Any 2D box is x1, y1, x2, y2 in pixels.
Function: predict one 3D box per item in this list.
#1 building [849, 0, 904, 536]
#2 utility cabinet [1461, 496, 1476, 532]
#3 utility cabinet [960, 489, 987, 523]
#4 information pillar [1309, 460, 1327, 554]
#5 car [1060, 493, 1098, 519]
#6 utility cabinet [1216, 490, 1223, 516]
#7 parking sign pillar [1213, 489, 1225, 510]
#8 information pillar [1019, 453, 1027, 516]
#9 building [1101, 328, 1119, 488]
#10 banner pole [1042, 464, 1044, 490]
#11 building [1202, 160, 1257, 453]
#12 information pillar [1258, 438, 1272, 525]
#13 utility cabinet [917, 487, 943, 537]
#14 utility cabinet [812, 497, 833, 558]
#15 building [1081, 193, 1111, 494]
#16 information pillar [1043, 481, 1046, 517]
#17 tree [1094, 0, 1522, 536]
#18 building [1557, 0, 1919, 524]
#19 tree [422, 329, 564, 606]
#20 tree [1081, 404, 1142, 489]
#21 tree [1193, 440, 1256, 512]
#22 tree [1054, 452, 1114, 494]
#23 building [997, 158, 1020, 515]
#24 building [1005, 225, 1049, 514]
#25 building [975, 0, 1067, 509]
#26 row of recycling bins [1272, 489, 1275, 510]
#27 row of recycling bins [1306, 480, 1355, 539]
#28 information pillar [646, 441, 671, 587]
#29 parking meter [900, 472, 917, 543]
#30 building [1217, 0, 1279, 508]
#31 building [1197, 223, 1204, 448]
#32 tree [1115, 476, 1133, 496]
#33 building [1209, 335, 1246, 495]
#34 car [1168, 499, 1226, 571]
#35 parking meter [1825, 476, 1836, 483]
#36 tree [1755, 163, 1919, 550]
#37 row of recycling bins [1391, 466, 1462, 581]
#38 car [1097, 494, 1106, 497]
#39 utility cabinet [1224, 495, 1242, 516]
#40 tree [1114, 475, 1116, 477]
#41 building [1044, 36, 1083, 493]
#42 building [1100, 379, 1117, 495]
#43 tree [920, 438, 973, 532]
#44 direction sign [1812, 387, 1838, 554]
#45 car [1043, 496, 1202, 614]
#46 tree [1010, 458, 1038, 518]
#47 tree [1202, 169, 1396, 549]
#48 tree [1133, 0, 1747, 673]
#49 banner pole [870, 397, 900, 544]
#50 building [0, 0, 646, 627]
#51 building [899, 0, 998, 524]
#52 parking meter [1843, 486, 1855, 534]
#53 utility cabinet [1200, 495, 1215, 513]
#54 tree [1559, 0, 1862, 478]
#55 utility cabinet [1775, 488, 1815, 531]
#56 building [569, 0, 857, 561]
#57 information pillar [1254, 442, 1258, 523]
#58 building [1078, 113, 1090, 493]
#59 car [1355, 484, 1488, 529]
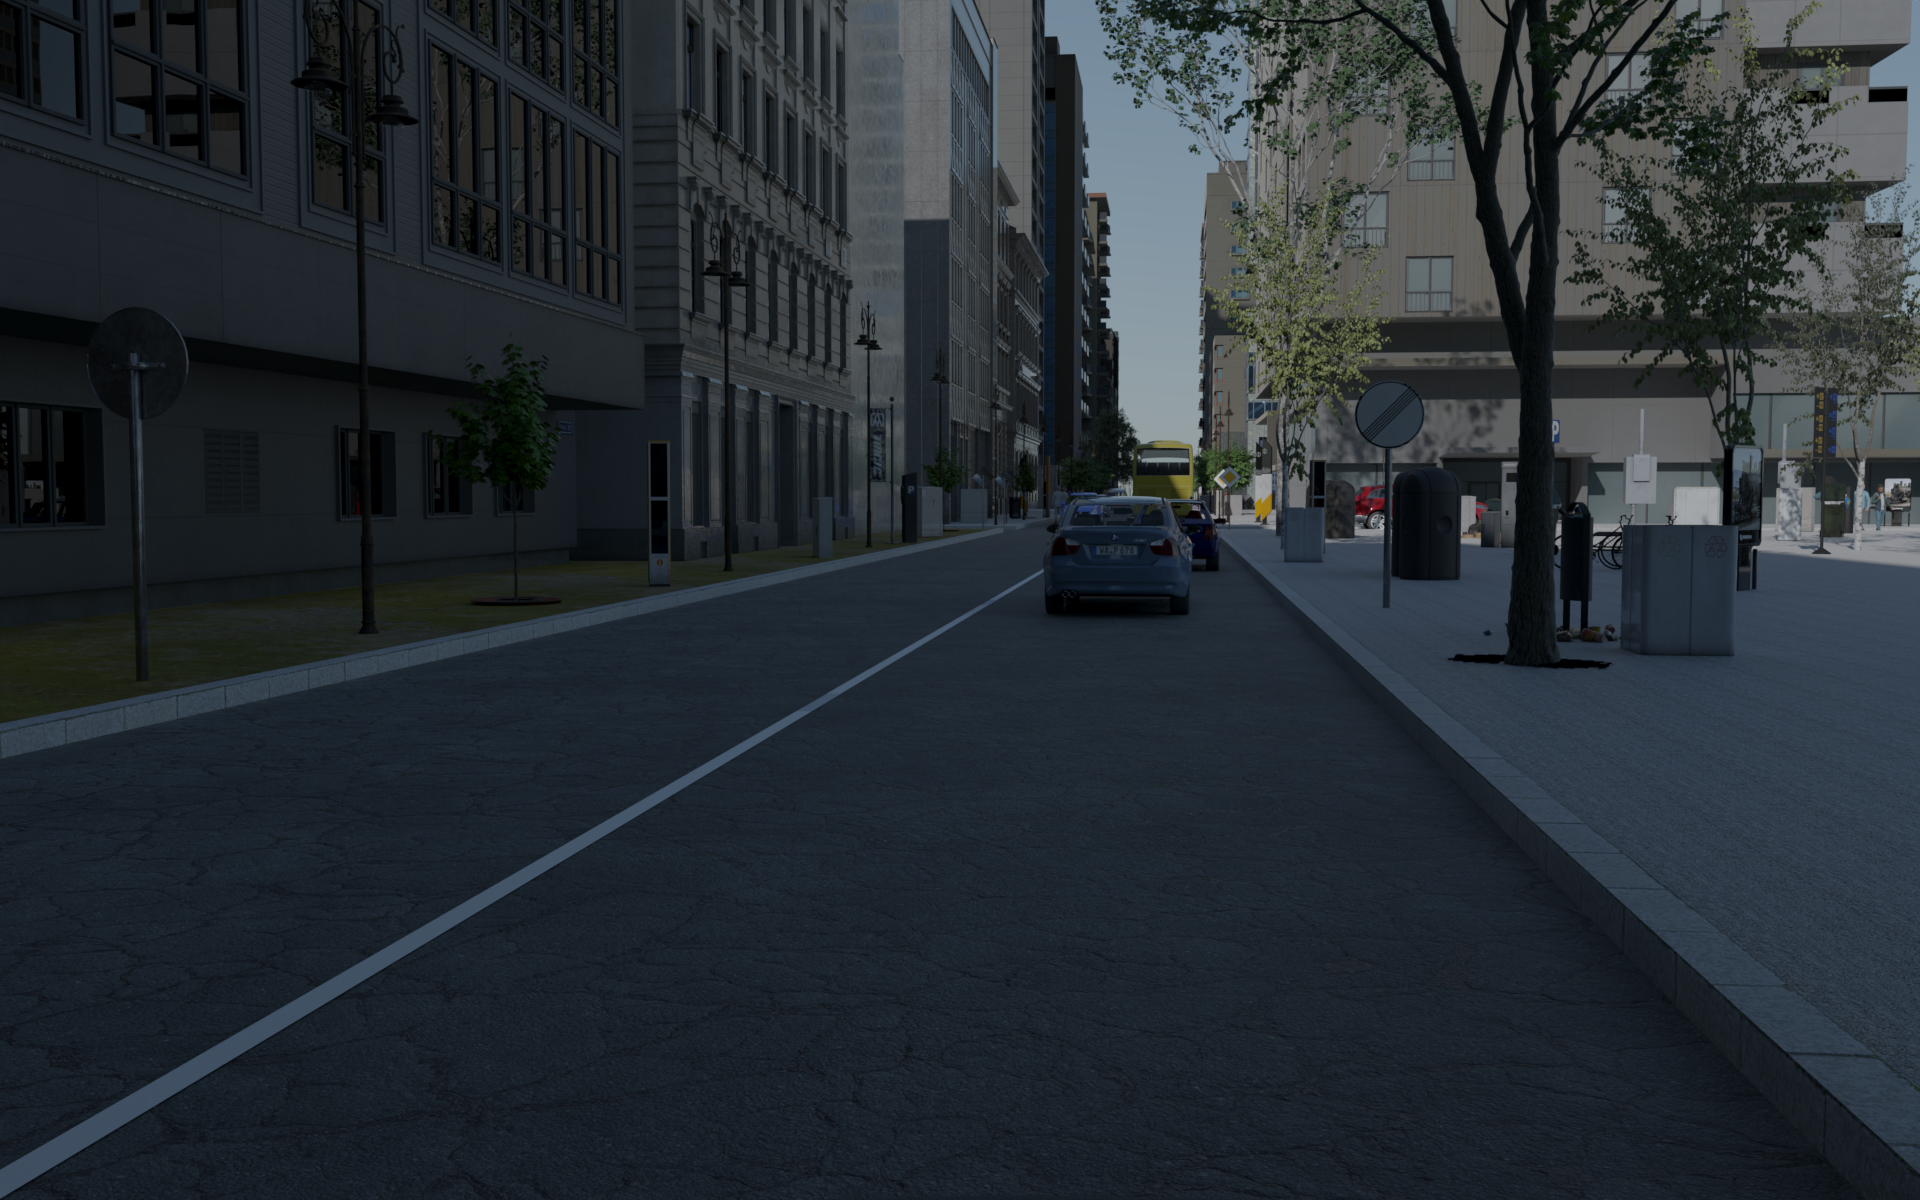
[{"bbox_3d":[-10.963,-12.373,57.044,16.860,20.320,10.420,0,4,7],"label":"building"},{"bbox_3d":[17.093,-2.919,58.895,0.306,1.237,1.020,-2,4,-24],"label":"utility cabinet"},{"bbox_3d":[0.607,-4.148,76.497,1.173,1.500,0.318,0,4,-6],"label":"utility cabinet"},{"bbox_3d":[7.688,-2.004,37.258,0.304,2.012,0.304,0,4,-1],"label":"information pillar"},{"bbox_3d":[5.300,-3.973,74.546,1.945,1.707,3.694,0,4,8],"label":"car"},{"bbox_3d":[15.232,-5.670,101.382,0.318,1.500,1.173,1,4,16],"label":"utility cabinet"},{"bbox_3d":[20.455,-9.172,138.429,1.447,3.967,1.447,0,4,7],"label":"parking sign pillar"},{"bbox_3d":[3.662,-6.649,100.073,0.504,3.616,0.183,2,4,32],"label":"information pillar"},{"bbox_3d":[19.928,-32.104,296.607,14.160,30.474,14.107,0,4,7],"label":"building"},{"bbox_3d":[6.961,-9.537,145.950,0.401,3.779,0.863,0,4,-7],"label":"banner pole"},{"bbox_3d":[45.501,-38.088,246.438,21.300,48.544,21.600,0,4,7],"label":"building"},{"bbox_3d":[12.734,-4.927,71.911,0.183,3.616,0.504,-3,5,-41],"label":"information pillar"},{"bbox_3d":[-0.937,-2.623,51.570,0.318,1.500,1.173,2,4,30],"label":"utility cabinet"},{"bbox_3d":[-2.805,-1.470,35.195,0.306,1.237,1.020,-1,4,-12],"label":"utility cabinet"},{"bbox_3d":[10.026,-36.170,246.003,22.147,44.769,28.867,0,4,7],"label":"building"},{"bbox_3d":[4.732,-5.549,95.217,0.304,2.012,0.304,1,4,22],"label":"information pillar"},{"bbox_3d":[11.232,-11.982,51.788,12.611,20.169,13.585,0,3,0],"label":"tree"},{"bbox_3d":[28.947,-30.219,83.320,27.495,52.752,28.713,0,4,7],"label":"building"},{"bbox_3d":[-5.163,-1.575,20.347,1.663,3.219,1.824,0,3,0],"label":"tree"},{"bbox_3d":[19.554,-18.629,221.586,9.611,12.733,9.660,0,3,0],"label":"tree"},{"bbox_3d":[16.292,-7.773,110.800,4.285,4.588,4.351,0,3,0],"label":"tree"},{"bbox_3d":[8.896,-9.153,133.369,4.285,4.588,4.351,0,3,0],"label":"tree"},{"bbox_3d":[-2.798,-16.758,102.879,11.050,23.489,19.941,0,4,7],"label":"building"},{"bbox_3d":[-0.235,-17.560,123.254,11.583,22.565,21.152,0,4,7],"label":"building"},{"bbox_3d":[-0.673,-43.924,156.407,20.563,71.187,20.611,0,4,7],"label":"building"},{"bbox_3d":[25.477,-8.292,142.682,1.069,1.692,3.534,1,4,12],"label":"row of recycling bins"},{"bbox_3d":[10.921,-2.705,51.344,1.069,1.692,3.534,0,4,1],"label":"row of recycling bins"},{"bbox_3d":[-4.176,-1.194,24.010,0.304,2.012,0.304,-1,4,-13],"label":"information pillar"},{"bbox_3d":[-1.345,-2.443,45.651,0.399,1.863,0.255,-1,4,-22],"label":"parking meter"},{"bbox_3d":[37.312,-52.458,170.362,22.319,86.520,31.000,0,4,7],"label":"building"},{"bbox_3d":[48.604,-37.732,271.549,22.147,44.769,28.867,0,4,7],"label":"building"},{"bbox_3d":[24.978,-19.105,262.723,4.360,8.622,3.978,0,3,0],"label":"tree"},{"bbox_3d":[43.251,-21.816,201.736,27.650,21.520,28.899,0,4,7],"label":"building"},{"bbox_3d":[4.202,-1.296,33.762,1.945,1.354,3.894,1,4,9],"label":"car"},{"bbox_3d":[28.540,-3.130,56.883,0.399,1.863,0.255,-3,5,-41],"label":"parking meter"},{"bbox_3d":[20.476,-5.448,39.432,4.360,8.622,3.978,0,3,0],"label":"tree"},{"bbox_3d":[7.308,-1.236,27.322,1.069,1.692,3.534,1,4,13],"label":"row of recycling bins"},{"bbox_3d":[8.427,-5.847,107.606,2.014,1.417,4.499,0,4,7],"label":"car"},{"bbox_3d":[16.300,-5.635,103.293,1.020,1.237,0.306,-1,4,-14],"label":"utility cabinet"},{"bbox_3d":[11.619,-10.650,157.842,4.285,4.588,4.351,0,3,0],"label":"tree"},{"bbox_3d":[5.043,-32.086,174.710,14.600,45.320,14.200,0,4,7],"label":"building"},{"bbox_3d":[10.700,-26.382,276.388,27.650,21.520,28.899,0,4,7],"label":"building"},{"bbox_3d":[-0.639,-3.973,59.555,1.663,3.219,1.824,0,3,0],"label":"tree"},{"bbox_3d":[18.403,-2.746,36.892,0.876,3.537,0.379,-3,4,-35],"label":"direction sign"},{"bbox_3d":[2.058,-0.611,21.987,2.014,1.417,4.499,0,4,8],"label":"car"},{"bbox_3d":[3.567,-5.949,91.869,1.663,3.219,1.824,0,3,0],"label":"tree"},{"bbox_3d":[7.798,-5.491,40.137,4.737,8.622,4.395,0,3,0],"label":"tree"},{"bbox_3d":[4.134,-5.318,12.707,9.928,11.665,9.643,0,3,0],"label":"tree"},{"bbox_3d":[-1.963,-3.330,44.467,0.863,3.779,0.401,-1,4,-19],"label":"banner pole"},{"bbox_3d":[-14.037,-13.876,20.388,14.314,27.812,24.014,0,4,7],"label":"building"},{"bbox_3d":[-5.194,-16.212,83.083,12.078,24.808,19.932,0,4,7],"label":"building"},{"bbox_3d":[28.838,-2.927,56.272,0.372,1.533,0.369,0,3,0],"label":"parking meter"},{"bbox_3d":[17.150,-6.654,119.957,1.020,1.237,0.306,2,4,26],"label":"utility cabinet"},{"bbox_3d":[11.210,-4.597,25.524,4.737,8.622,4.395,0,3,0],"label":"tree"},{"bbox_3d":[28.540,-3.089,59.184,0.318,1.500,1.173,-3,5,-42],"label":"utility cabinet"},{"bbox_3d":[-8.811,-11.784,41.814,9.793,20.994,18.267,0,4,7],"label":"building"},{"bbox_3d":[13.501,-5.289,77.826,0.504,3.616,0.183,2,4,32],"label":"information pillar"},{"bbox_3d":[3.195,-35.355,197.661,23.786,49.044,30.456,0,4,7],"label":"building"},{"bbox_3d":[17.103,-3.433,64.805,5.304,1.827,2.281,0,4,7],"label":"car"}]
